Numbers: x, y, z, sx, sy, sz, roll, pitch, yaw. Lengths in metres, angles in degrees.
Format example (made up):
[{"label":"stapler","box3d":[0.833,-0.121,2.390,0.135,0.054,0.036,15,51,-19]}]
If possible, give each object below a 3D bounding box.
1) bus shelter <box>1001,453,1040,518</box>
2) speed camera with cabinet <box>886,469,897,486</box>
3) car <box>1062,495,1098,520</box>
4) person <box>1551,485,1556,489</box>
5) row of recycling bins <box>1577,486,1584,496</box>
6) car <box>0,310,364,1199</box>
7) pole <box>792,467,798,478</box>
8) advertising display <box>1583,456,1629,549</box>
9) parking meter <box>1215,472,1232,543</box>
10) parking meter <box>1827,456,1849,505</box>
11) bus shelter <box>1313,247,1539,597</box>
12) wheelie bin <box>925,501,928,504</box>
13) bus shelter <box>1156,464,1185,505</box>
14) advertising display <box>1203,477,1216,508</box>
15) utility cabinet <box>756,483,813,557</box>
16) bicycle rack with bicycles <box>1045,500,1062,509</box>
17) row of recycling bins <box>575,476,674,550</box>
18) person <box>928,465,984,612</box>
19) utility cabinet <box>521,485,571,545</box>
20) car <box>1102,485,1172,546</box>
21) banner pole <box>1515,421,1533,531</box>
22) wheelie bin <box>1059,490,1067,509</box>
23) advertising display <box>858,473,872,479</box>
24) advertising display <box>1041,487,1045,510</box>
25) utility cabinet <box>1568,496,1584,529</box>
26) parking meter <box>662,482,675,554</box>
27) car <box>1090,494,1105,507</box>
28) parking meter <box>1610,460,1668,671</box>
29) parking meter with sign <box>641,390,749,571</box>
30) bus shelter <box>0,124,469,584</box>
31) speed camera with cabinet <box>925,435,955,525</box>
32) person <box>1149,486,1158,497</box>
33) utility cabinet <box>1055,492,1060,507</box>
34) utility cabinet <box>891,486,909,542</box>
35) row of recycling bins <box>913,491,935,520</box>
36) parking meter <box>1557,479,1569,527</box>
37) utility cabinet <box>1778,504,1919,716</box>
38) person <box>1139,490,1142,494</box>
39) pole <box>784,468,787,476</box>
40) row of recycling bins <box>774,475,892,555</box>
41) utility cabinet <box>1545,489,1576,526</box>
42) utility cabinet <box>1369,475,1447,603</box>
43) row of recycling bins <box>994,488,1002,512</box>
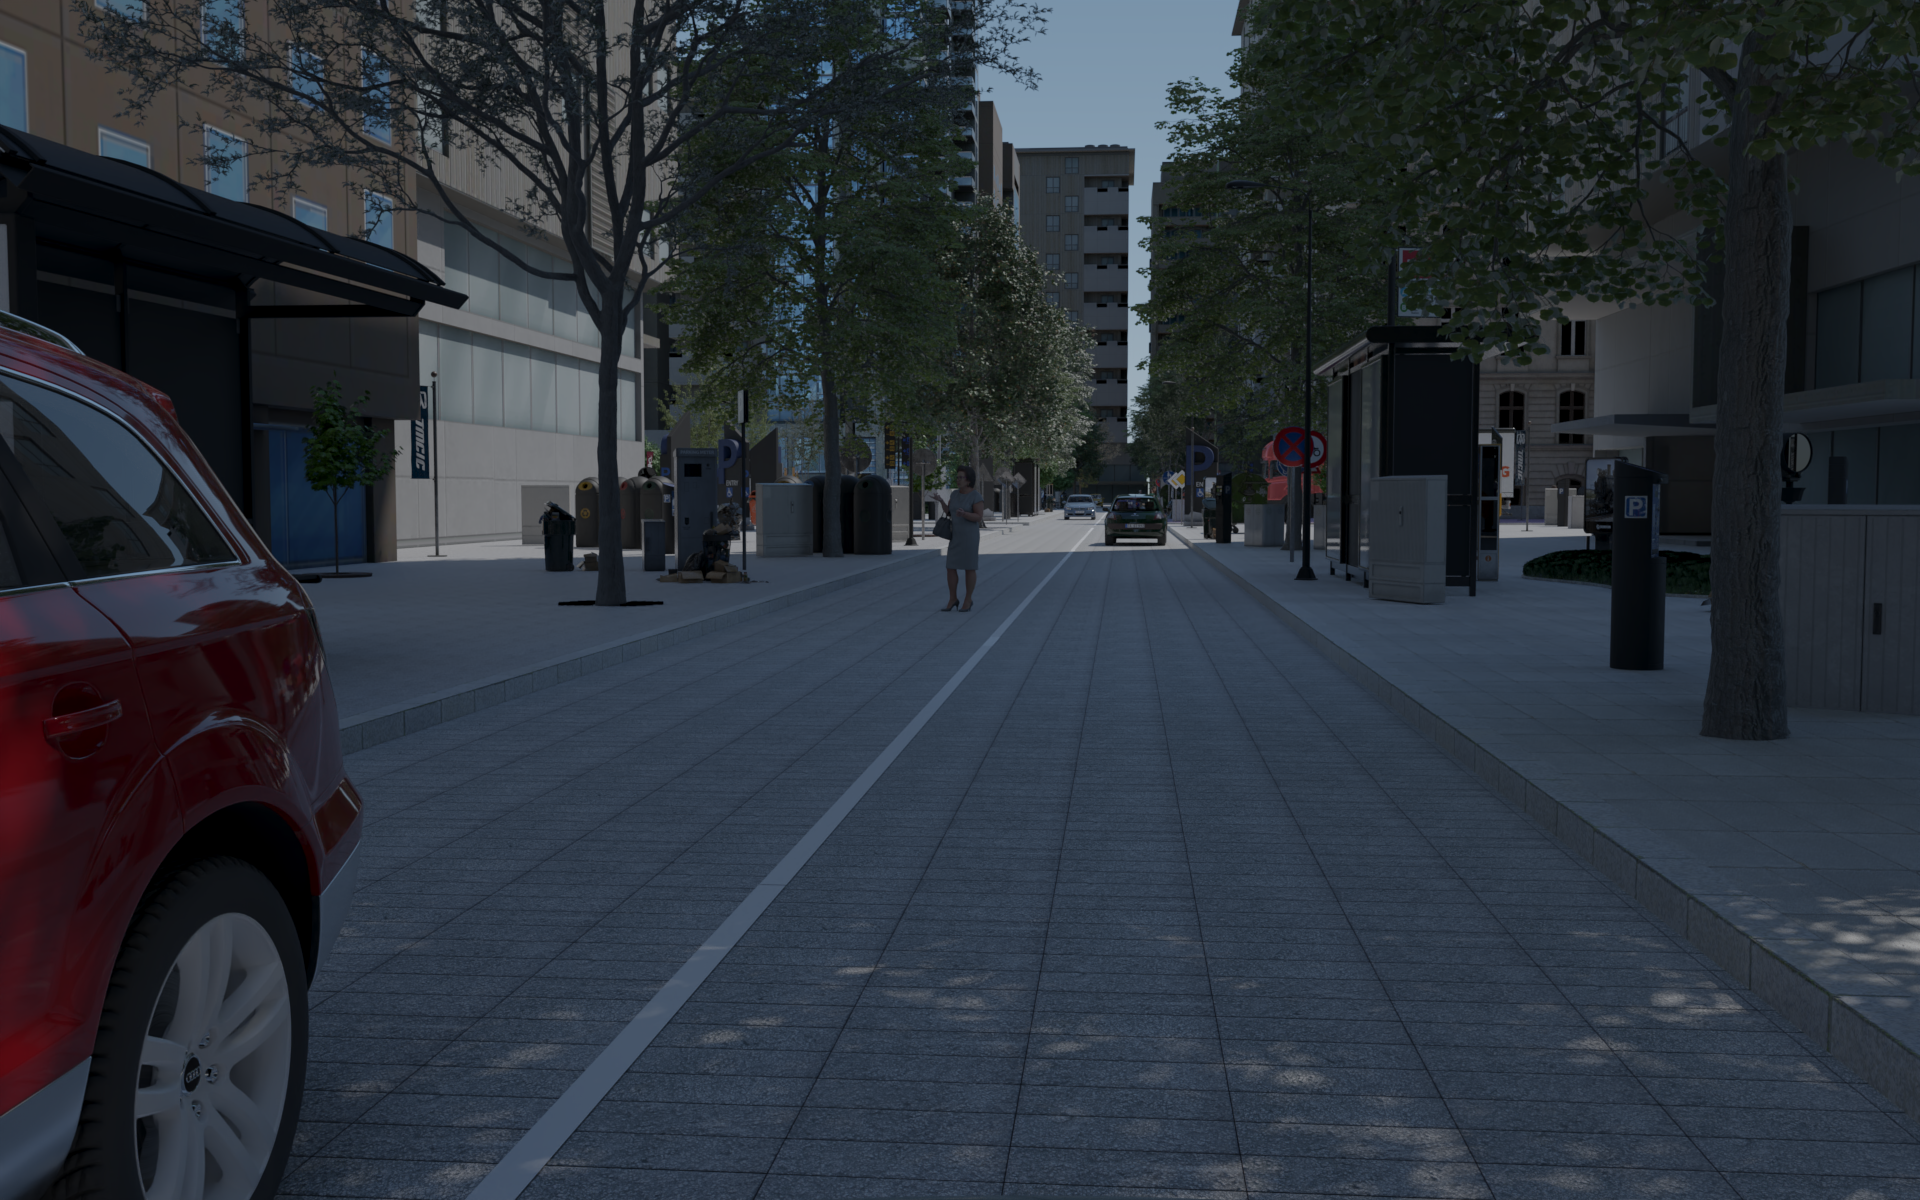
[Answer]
[{"label":"bus shelter","box3d":[3.464,-7.410,98.782,2.179,5.291,8.768,0,4,6]},{"label":"speed camera with cabinet","box3d":[-4.370,-6.761,104.878,0.660,3.252,2.038,0,4,1]},{"label":"car","box3d":[6.750,-5.210,97.182,2.014,1.417,4.499,0,4,5]},{"label":"person","box3d":[24.636,-3.866,71.959,0.529,1.795,0.600,0,4,-1]},{"label":"row of recycling bins","box3d":[44.172,-6.861,119.292,3.534,1.692,1.069,0,4,-8]},{"label":"car","box3d":[-2.412,0.429,1.662,2.281,1.827,5.304,0,4,3]},{"label":"pole","box3d":[-12.646,-8.437,131.792,0.158,3.312,0.155,0,3,0]},{"label":"advertising display","box3d":[11.227,-1.524,30.133,0.123,1.923,0.974,-1,4,-20]},{"label":"parking meter","box3d":[6.864,-2.410,45.117,0.399,1.863,0.255,-3,5,-39]},{"label":"parking meter","box3d":[13.699,-1.305,27.054,0.255,1.863,0.399,2,4,31]},{"label":"bus shelter","box3d":[6.522,-2.946,25.795,2.179,5.291,8.768,0,4,5]},{"label":"wheelie bin","box3d":[-3.156,-9.013,155.270,0.693,1.594,0.980,-3,4,-38]},{"label":"bus shelter","box3d":[14.452,-7.594,118.086,2.014,3.302,5.546,0,4,5]},{"label":"advertising display","box3d":[9.487,-3.607,64.184,0.974,1.923,0.123,-1,4,-15]},{"label":"utility cabinet","box3d":[-3.577,-1.632,35.361,1.173,1.500,0.318,-3,4,-36]},{"label":"bicycle rack with bicycles","box3d":[7.341,-8.250,148.272,2.925,0.926,2.852,0,4,1]},{"label":"row of recycling bins","box3d":[-7.889,-2.069,40.940,3.534,1.692,1.069,3,5,44]},{"label":"person","box3d":[-0.078,-0.747,21.076,0.716,1.782,0.532,3,4,38]},{"label":"utility cabinet","box3d":[-10.343,-2.118,43.305,1.173,1.500,0.318,0,4,-7]},{"label":"car","box3d":[5.046,-2.426,49.457,2.009,1.686,4.222,0,4,7]},{"label":"banner pole","box3d":[19.432,-4.264,59.733,0.401,3.779,0.863,-2,4,-24]},{"label":"wheelie bin","box3d":[8.973,-8.715,150.398,0.693,1.594,0.980,0,4,-4]},{"label":"advertising display","box3d":[-3.139,-2.978,53.897,0.974,1.923,0.123,-3,5,-42]},{"label":"advertising display","box3d":[6.678,-8.200,139.286,0.123,1.923,0.974,-1,4,-11]},{"label":"utility cabinet","box3d":[23.125,-3.253,64.355,1.020,1.237,0.306,-1,4,-10]},{"label":"parking meter","box3d":[-6.165,-1.749,37.001,0.372,1.533,0.369,0,3,0]},{"label":"car","box3d":[14.558,-10.768,186.281,2.015,1.641,3.980,0,4,6]},{"label":"parking meter","box3d":[4.986,-0.263,12.718,0.372,1.533,0.369,0,3,0]},{"label":"parking meter with sign","box3d":[-4.435,-1.999,28.953,1.738,3.016,0.543,-1,4,-17]},{"label":"bus shelter","box3d":[-5.193,-1.060,11.260,2.014,3.302,5.546,0,4,5]},{"label":"speed camera with cabinet","box3d":[-0.561,-3.746,55.579,0.660,3.252,2.038,2,4,24]},{"label":"person","box3d":[8.956,-4.363,80.082,0.600,1.795,0.529,-2,4,-35]},{"label":"utility cabinet","box3d":[8.687,-8.883,153.914,0.318,1.500,1.173,1,4,12]},{"label":"utility cabinet","box3d":[-1.850,-2.268,45.764,1.173,1.500,0.318,-3,5,-44]},{"label":"row of recycling bins","box3d":[-2.508,-4.849,86.389,3.534,1.692,1.069,1,4,12]},{"label":"parking meter","box3d":[23.650,-3.806,67.938,0.255,1.863,0.399,-2,4,-31]},{"label":"utility cabinet","box3d":[5.295,0.050,10.343,1.020,1.237,0.306,3,4,38]},{"label":"person","box3d":[15.127,-8.372,145.862,0.515,1.767,0.782,1,4,17]},{"label":"pole","box3d":[-13.594,-8.641,135.125,0.158,3.312,0.155,0,3,0]},{"label":"row of recycling bins","box3d":[-2.818,-1.875,37.772,3.534,1.692,1.069,3,5,43]},{"label":"utility cabinet","box3d":[24.050,-3.712,69.374,1.173,1.500,0.318,1,4,17]},{"label":"utility cabinet","box3d":[5.297,-0.727,20.562,0.318,1.500,1.173,-1,4,-19]},{"label":"row of recycling bins","box3d":[2.940,-7.095,123.123,3.534,1.692,1.069,3,4,38]}]
